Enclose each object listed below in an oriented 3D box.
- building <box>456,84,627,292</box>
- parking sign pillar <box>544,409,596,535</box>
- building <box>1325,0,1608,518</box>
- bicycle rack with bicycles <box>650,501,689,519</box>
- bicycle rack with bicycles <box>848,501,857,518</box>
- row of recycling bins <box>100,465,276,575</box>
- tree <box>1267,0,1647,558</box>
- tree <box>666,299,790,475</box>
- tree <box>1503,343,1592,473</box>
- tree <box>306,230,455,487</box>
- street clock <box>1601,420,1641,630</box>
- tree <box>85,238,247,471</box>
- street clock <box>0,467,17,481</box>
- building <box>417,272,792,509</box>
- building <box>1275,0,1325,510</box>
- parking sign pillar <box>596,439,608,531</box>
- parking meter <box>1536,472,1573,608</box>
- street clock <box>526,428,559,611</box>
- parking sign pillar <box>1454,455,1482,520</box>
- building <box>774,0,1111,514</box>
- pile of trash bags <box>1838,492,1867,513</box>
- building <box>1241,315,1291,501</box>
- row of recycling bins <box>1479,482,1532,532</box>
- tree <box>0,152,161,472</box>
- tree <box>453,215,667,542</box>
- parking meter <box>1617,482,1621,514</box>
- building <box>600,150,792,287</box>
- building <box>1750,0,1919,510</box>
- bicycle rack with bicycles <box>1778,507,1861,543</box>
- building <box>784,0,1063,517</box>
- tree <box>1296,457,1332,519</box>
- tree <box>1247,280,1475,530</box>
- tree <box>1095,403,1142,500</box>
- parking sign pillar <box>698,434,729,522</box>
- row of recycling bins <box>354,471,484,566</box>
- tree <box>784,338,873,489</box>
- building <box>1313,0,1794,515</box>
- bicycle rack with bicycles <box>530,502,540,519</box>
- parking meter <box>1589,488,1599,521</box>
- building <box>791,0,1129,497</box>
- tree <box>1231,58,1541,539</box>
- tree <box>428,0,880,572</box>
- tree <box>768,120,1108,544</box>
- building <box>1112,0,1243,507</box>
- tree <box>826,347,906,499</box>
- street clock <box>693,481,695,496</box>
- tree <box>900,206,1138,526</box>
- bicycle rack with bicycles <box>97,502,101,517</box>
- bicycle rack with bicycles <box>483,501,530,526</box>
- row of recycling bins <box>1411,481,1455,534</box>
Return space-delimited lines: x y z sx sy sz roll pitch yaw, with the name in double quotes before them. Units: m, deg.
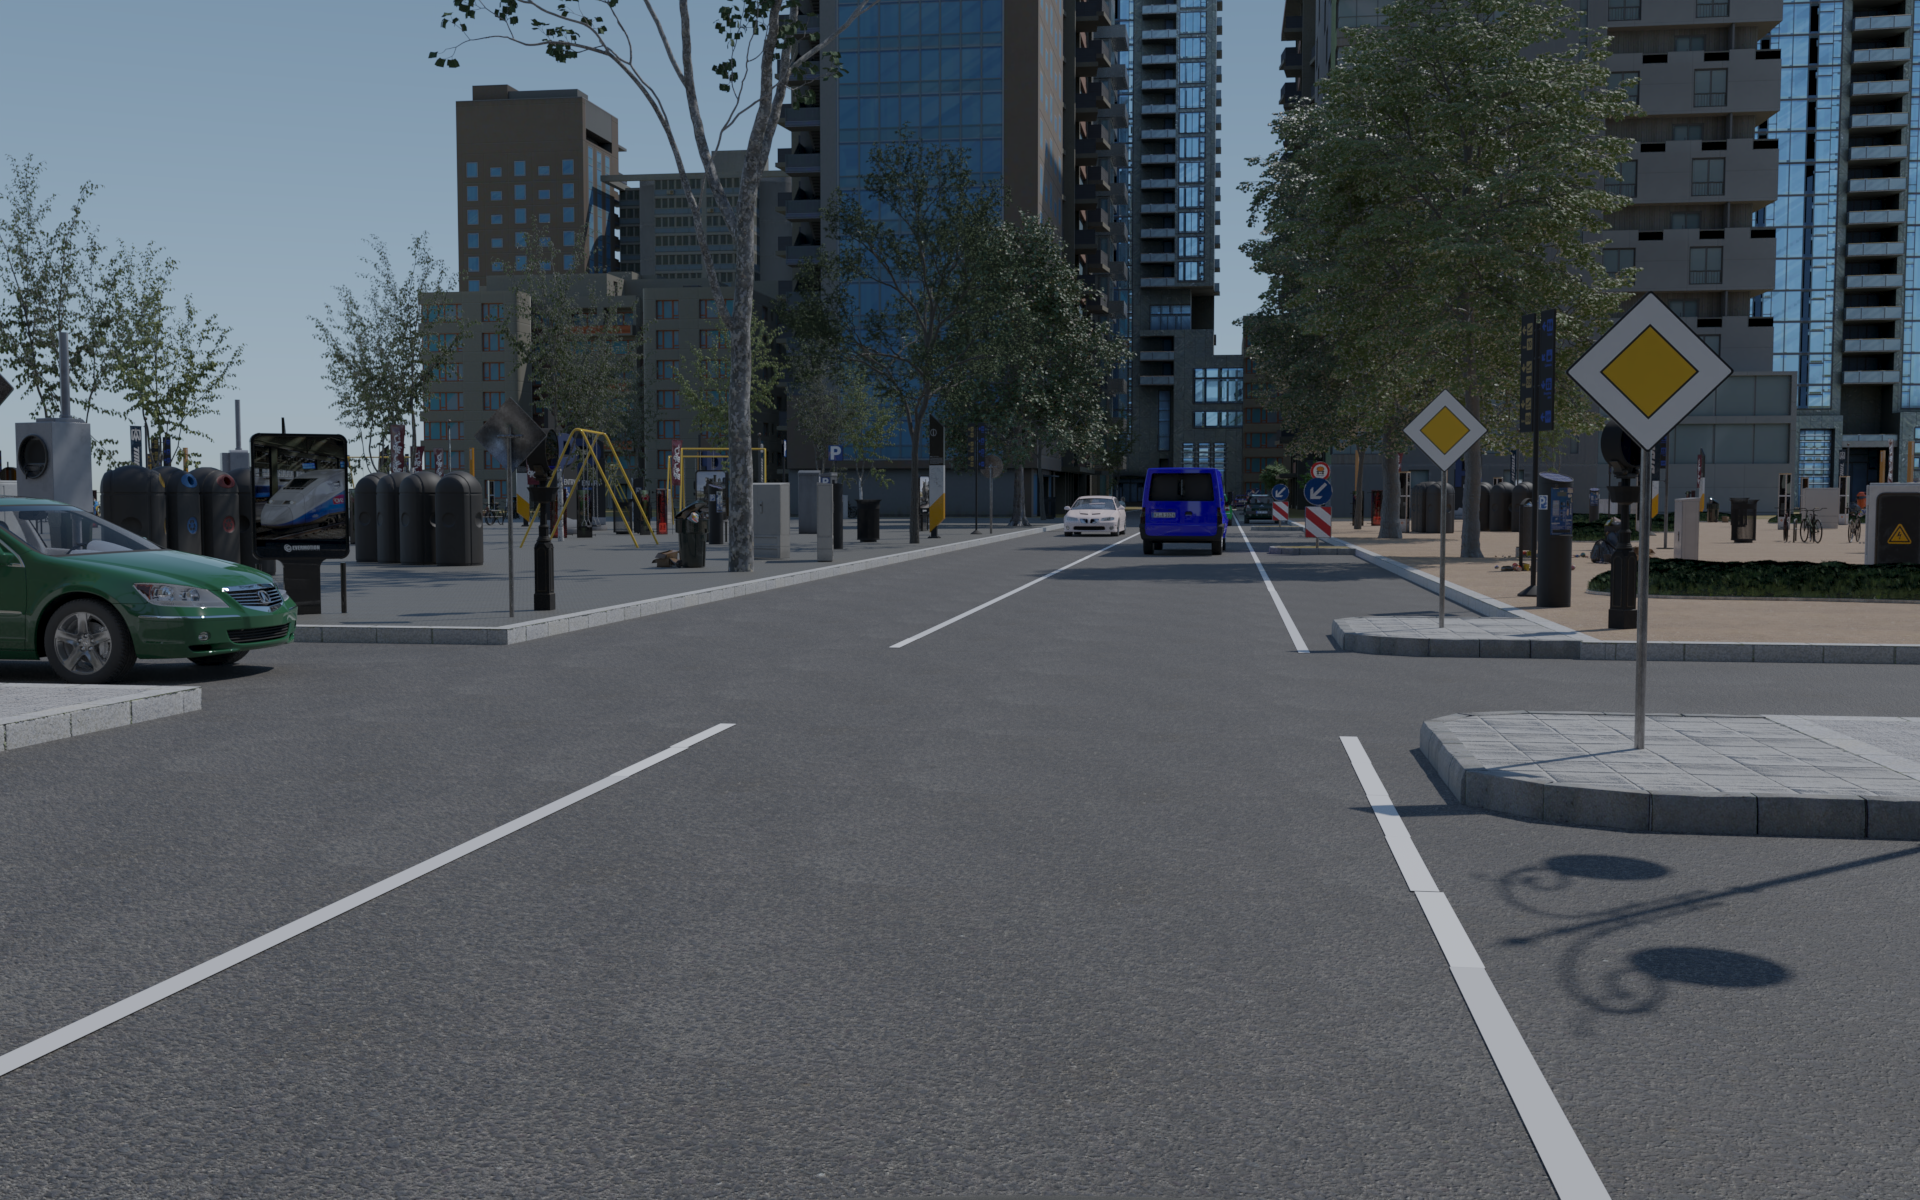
"building" -45.968 -33.173 192.489 14.200 45.320 14.600 1 4 9
"parking sign pillar" -12.764 -4.097 55.452 1.447 3.967 1.447 1 4 18
"building" 28.081 -25.376 98.499 14.154 41.232 14.086 1 4 9
"bicycle rack with bicycles" -15.216 -4.617 88.871 2.852 0.926 2.925 -1 4 -21
"bicycle rack with bicycles" -6.234 -4.844 92.583 2.925 0.926 2.852 1 4 12
"row of recycling bins" -11.561 -1.154 25.989 1.069 1.692 3.534 1 4 11
"tree" 9.941 -7.129 34.685 7.486 12.596 7.792 0 3 0
"tree" -8.509 -6.998 64.775 4.737 8.622 4.395 0 3 0
"tree" 28.181 -8.092 82.672 4.737 8.622 4.395 0 3 0
"tree" -15.412 -5.953 47.701 4.360 8.622 3.978 0 3 0
"street clock" 6.318 -0.727 16.457 0.471 2.002 0.358 -2 4 -30
"tree" -23.170 -6.101 50.108 4.737 8.622 4.395 0 3 0
"street clock" -25.222 -2.537 46.058 0.471 2.002 0.358 0 4 -5
"building" -30.051 -19.269 160.082 28.899 21.520 27.650 1 4 9
"building" 38.332 -30.119 147.064 22.147 44.769 28.867 1 4 9
"parking sign pillar" -13.181 -4.437 61.020 1.447 3.967 1.447 -1 4 -20
"parking meter" 6.762 -0.690 19.686 0.372 1.533 0.369 0 3 0
"street clock" -4.593 -0.889 19.098 0.358 2.002 0.471 0 4 5
"parking sign pillar" 25.578 -6.038 87.192 1.447 3.967 1.447 2 4 32
"building" -0.913 -28.640 122.887 22.147 44.769 28.867 1 4 9
"pile of trash bags" 40.844 -4.299 80.045 3.447 1.369 1.912 -2 4 -30
"building" 44.996 -20.881 186.442 28.899 21.520 27.650 1 4 9
"row of recycling bins" 18.943 -3.175 59.028 1.069 1.692 3.534 -3 4 -37
"tree" -19.619 -5.338 37.632 4.360 8.622 3.978 0 3 0
"tree" -10.555 -5.884 46.559 4.360 8.622 3.978 0 3 0
"parking meter" 31.765 -4.744 83.276 0.255 1.863 0.399 1 4 19
"building" -25.553 -30.973 198.295 23.993 40.220 32.217 1 4 9
"building" 71.633 -50.941 145.552 31.000 86.520 22.319 1 4 9
"bicycle rack with bicycles" 23.009 -1.995 45.997 2.852 0.926 2.925 2 4 28
"building" -1.554 -27.581 101.068 14.600 45.320 14.200 1 4 9
"tree" 18.237 -5.778 89.068 1.663 3.219 1.824 0 3 0
"tree" 14.262 -7.814 62.164 8.767 10.594 7.601 1 4 23
"tree" 12.457 -11.582 139.723 4.737 8.622 4.395 0 3 0
"parking sign pillar" -11.307 -5.530 78.884 1.447 3.967 1.447 2 4 34
"row of recycling bins" -10.029 -1.519 31.946 3.534 1.692 1.069 3 5 41
"tree" -6.249 -7.865 78.948 4.360 8.622 3.978 0 3 0
"building" 38.497 -32.357 118.280 28.713 52.752 27.495 1 4 9
"bicycle rack with bicycles" -22.304 -4.597 88.535 2.852 0.926 2.925 0 4 5
"parking meter" 25.710 -3.780 70.209 0.372 1.533 0.369 0 3 0
"building" -0.298 -32.899 157.511 30.456 49.044 23.786 1 4 9
"tree" 12.385 -8.753 49.771 9.857 13.997 8.962 0 3 0
"tree" -4.047 -10.620 29.523 12.611 20.169 13.585 0 3 0
"tree" -1.373 -6.722 44.323 8.767 10.594 7.601 2 4 29
"building" 14.930 -53.437 186.364 31.000 86.520 22.319 1 4 9
"tree" -4.786 -8.225 84.835 4.737 8.622 4.395 0 3 0
"street clock" -14.566 -5.569 95.617 0.358 2.002 0.471 -1 4 -16
"tree" 2.321 -9.328 69.523 9.611 12.733 9.660 0 3 0
"bicycle rack with bicycles" -46.988 -4.913 93.711 2.852 0.926 2.925 -3 5 -41
"bicycle rack with bicycles" -19.864 -3.534 71.167 2.852 0.926 2.925 2 4 32
"row of recycling bins" 15.757 -3.108 57.923 1.069 1.692 3.534 0 4 5
